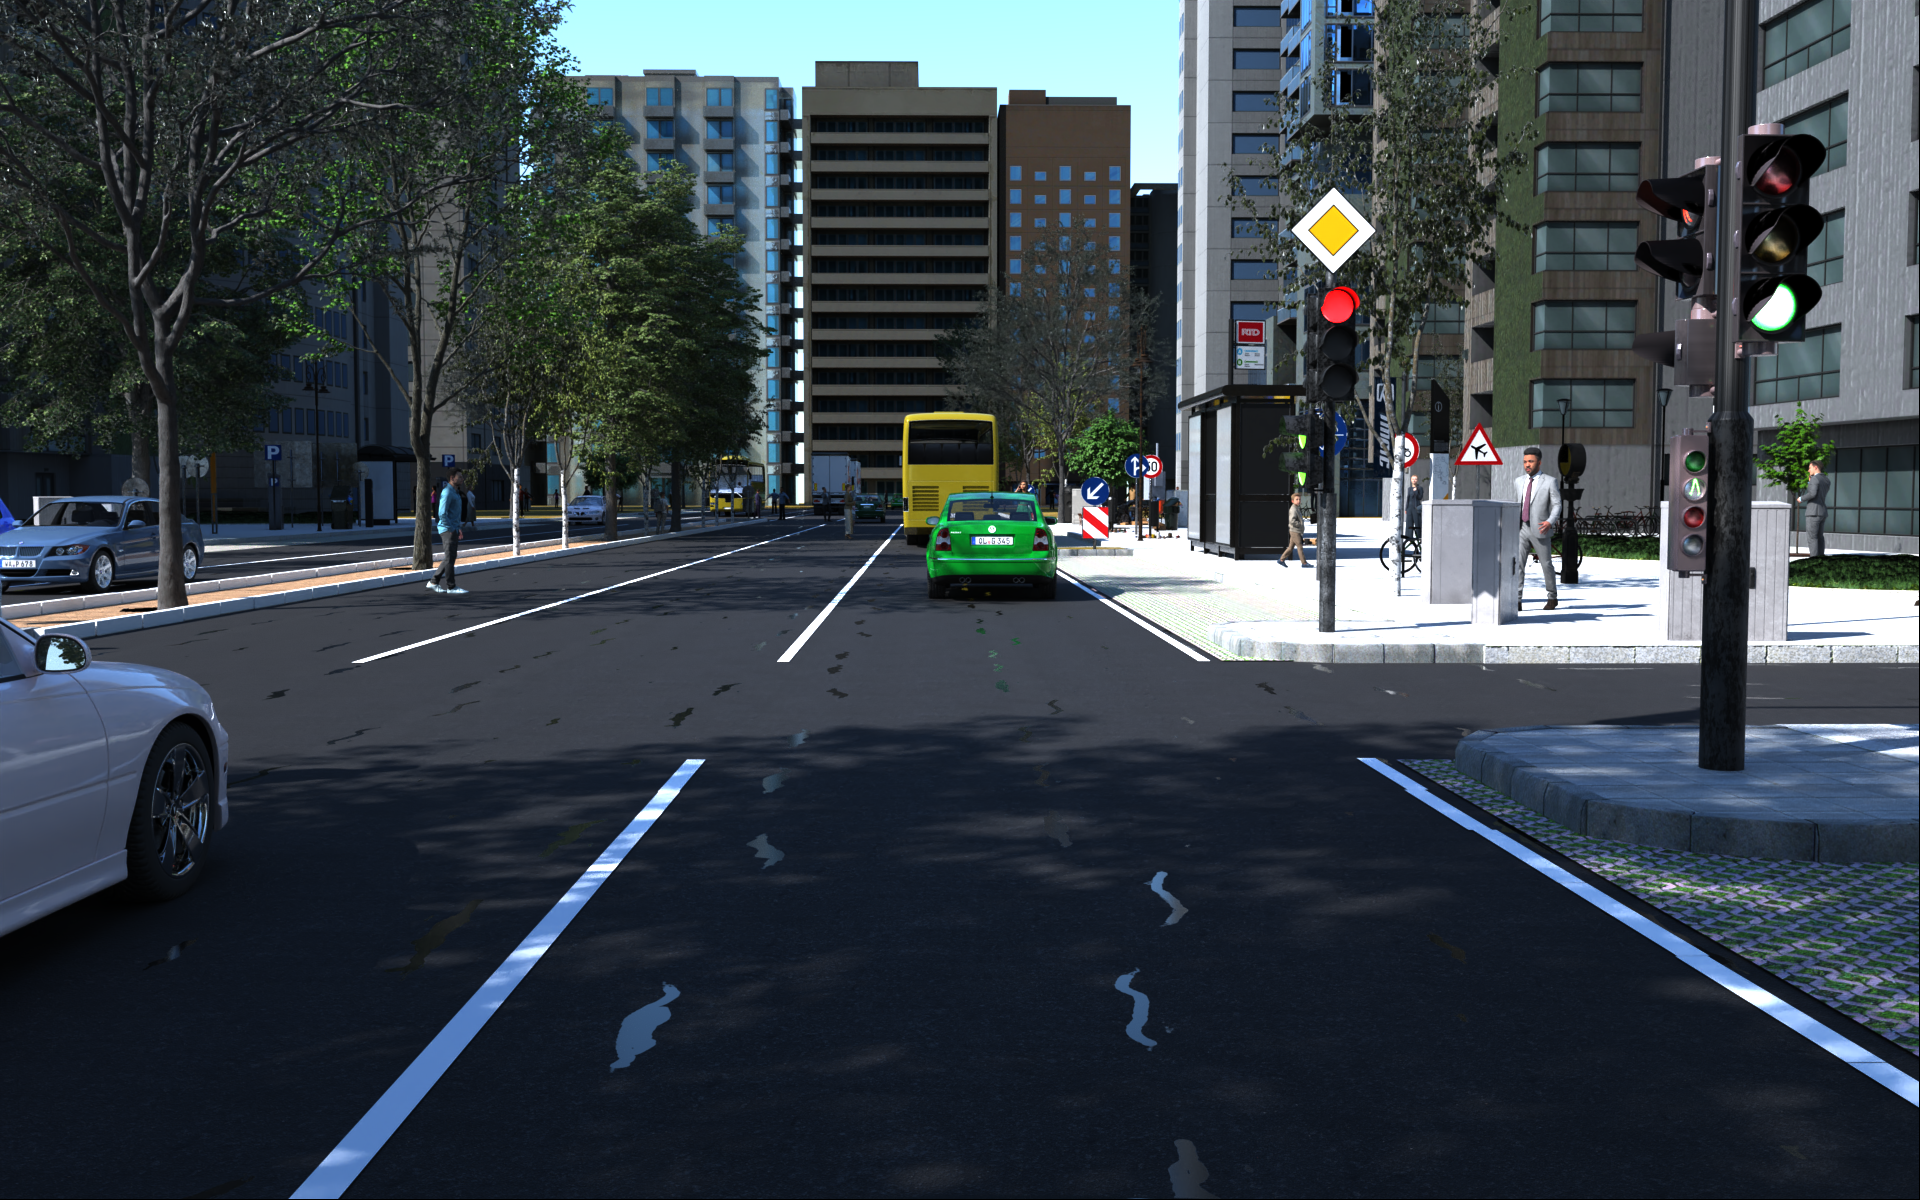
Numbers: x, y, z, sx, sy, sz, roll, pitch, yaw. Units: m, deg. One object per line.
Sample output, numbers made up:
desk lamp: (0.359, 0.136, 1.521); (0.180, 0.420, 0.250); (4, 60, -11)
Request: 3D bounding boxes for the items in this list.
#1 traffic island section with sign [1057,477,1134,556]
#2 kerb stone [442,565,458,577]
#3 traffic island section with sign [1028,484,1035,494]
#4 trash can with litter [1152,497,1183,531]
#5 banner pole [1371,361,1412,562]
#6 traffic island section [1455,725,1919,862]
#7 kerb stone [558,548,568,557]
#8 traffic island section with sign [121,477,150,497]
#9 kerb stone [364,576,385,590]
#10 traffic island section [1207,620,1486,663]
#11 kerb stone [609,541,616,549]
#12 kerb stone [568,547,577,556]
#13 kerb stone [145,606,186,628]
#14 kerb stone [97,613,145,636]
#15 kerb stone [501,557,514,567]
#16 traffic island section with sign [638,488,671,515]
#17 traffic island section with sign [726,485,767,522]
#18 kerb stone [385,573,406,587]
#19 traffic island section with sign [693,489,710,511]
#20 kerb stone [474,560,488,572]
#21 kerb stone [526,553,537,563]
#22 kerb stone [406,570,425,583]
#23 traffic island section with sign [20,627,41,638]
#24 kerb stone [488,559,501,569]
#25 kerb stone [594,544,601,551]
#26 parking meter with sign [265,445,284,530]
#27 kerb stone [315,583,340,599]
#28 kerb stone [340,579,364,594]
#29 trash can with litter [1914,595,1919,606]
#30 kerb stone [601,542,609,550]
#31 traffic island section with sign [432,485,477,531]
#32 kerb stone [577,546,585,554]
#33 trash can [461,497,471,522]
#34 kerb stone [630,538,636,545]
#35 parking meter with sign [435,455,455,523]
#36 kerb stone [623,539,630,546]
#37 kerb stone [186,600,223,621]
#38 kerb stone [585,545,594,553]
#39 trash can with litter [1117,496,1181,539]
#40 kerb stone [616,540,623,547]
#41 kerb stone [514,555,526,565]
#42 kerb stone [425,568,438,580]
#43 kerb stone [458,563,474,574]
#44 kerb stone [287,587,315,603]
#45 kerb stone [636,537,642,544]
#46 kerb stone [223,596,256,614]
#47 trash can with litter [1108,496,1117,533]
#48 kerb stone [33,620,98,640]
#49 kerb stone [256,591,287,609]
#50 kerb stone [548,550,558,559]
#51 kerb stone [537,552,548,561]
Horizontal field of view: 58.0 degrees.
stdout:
traffic island section with sign: (2.997, -1.962, 40.715); (1.989, 1.847, 2.006); (0, 4, -1)
kerb stone: (-9.005, -0.493, 30.259); (0.120, 0.150, 1.000); (0, 4, -1)
traffic island section with sign: (2.496, -3.657, 68.414); (1.989, 1.847, 2.006); (0, 4, -1)
trash can with litter: (7.302, -3.030, 60.927); (1.055, 1.170, 0.624); (-3, 5, -39)
banner pole: (8.134, -2.606, 32.619); (0.863, 3.779, 0.401); (-1, 4, -18)
traffic island section: (3.581, 0.865, 8.136); (2.009, 0.180, 2.903); (0, 4, -1)
kerb stone: (-9.165, -1.057, 39.483); (0.120, 0.150, 1.000); (0, 4, -1)
traffic island section with sign: (-19.421, -1.938, 40.320); (1.989, 1.847, 2.006); (0, 4, -1)
kerb stone: (-8.937, -0.243, 26.165); (0.120, 0.150, 1.000); (0, 4, -1)
traffic island section: (3.436, 0.377, 16.120); (2.009, 0.180, 2.903); (0, 4, -1)
kerb stone: (-9.275, -1.430, 45.622); (0.120, 0.150, 1.000); (0, 4, -1)
kerb stone: (-9.188, -1.120, 40.505); (0.120, 0.150, 1.000); (0, 4, -1)
kerb stone: (-8.792, 0.199, 18.997); (0.120, 0.150, 1.000); (0, 4, -1)
kerb stone: (-8.777, 0.259, 17.975); (0.120, 0.150, 1.000); (0, 4, -1)
kerb stone: (-9.076, -0.740, 34.355); (0.120, 0.150, 1.000); (0, 4, -1)
traffic island section with sign: (-20.838, -6.711, 118.348); (1.989, 1.847, 2.006); (0, 4, -1)
traffic island section with sign: (-11.140, -5.048, 90.669); (2.006, 1.907, 1.989); (0, 4, -1)
kerb stone: (-8.948, -0.305, 27.187); (0.120, 0.150, 1.000); (0, 4, -1)
traffic island section with sign: (-21.337, -8.381, 145.661); (1.989, 1.847, 2.006); (0, 4, -1)
kerb stone: (-9.044, -0.611, 32.307); (0.120, 0.150, 1.000); (0, 4, -1)
kerb stone: (-9.119, -0.861, 36.407); (0.120, 0.150, 1.000); (0, 4, -1)
kerb stone: (-8.969, -0.368, 28.214); (0.120, 0.150, 1.000); (0, 4, -1)
traffic island section with sign: (-9.772, -0.453, 15.542); (2.006, 1.907, 1.989); (0, 4, -1)
kerb stone: (-9.062, -0.681, 33.329); (0.120, 0.150, 1.000); (0, 4, -1)
kerb stone: (-9.242, -1.308, 43.577); (0.120, 0.150, 1.000); (0, 4, -1)
parking meter with sign: (-24.555, -4.029, 62.141); (0.543, 3.016, 1.738); (-1, 4, -18)
kerb stone: (-8.894, -0.118, 24.118); (0.120, 0.150, 1.000); (0, 4, -1)
kerb stone: (-8.911, -0.180, 25.140); (0.120, 0.150, 1.000); (0, 4, -1)
trash can with litter: (10.556, -0.424, 18.314); (0.624, 1.170, 1.055); (-1, 4, -11)
kerb stone: (-9.259, -1.365, 44.599); (0.120, 0.150, 1.000); (0, 4, -1)
traffic island section with sign: (-19.906, -3.587, 67.271); (1.989, 1.847, 2.006); (0, 4, -1)
kerb stone: (-9.208, -1.177, 41.528); (0.120, 0.150, 1.000); (0, 4, -1)
trash can: (-22.692, -4.151, 79.526); (0.748, 1.137, 0.748); (0, 3, 0)
kerb stone: (-9.333, -1.622, 48.714); (0.120, 0.150, 1.000); (0, 4, -1)
parking meter with sign: (-22.987, -4.943, 77.080); (0.543, 3.016, 1.738); (-2, 4, -33)
kerb stone: (-9.316, -1.559, 47.689); (0.120, 0.150, 1.000); (0, 4, -1)
kerb stone: (-8.818, 0.133, 20.026); (0.120, 0.150, 1.000); (0, 4, -1)
kerb stone: (-9.218, -1.245, 42.549); (0.120, 0.150, 1.000); (0, 4, -1)
trash can with litter: (5.924, -2.416, 50.552); (1.678, 1.210, 2.233); (2, 4, 32)
kerb stone: (-9.298, -1.496, 46.654); (0.120, 0.150, 1.000); (0, 4, -1)
kerb stone: (-9.097, -0.806, 35.377); (0.120, 0.150, 1.000); (0, 4, -1)
kerb stone: (-8.986, -0.431, 29.237); (0.120, 0.150, 1.000); (0, 4, -1)
kerb stone: (-9.024, -0.553, 31.282); (0.120, 0.150, 1.000); (0, 4, -1)
kerb stone: (-8.876, -0.053, 23.095); (0.120, 0.150, 1.000); (0, 4, -1)
kerb stone: (-9.348, -1.685, 49.740); (0.120, 0.150, 1.000); (0, 4, -1)
kerb stone: (-8.842, 0.070, 21.048); (0.120, 0.150, 1.000); (0, 4, -1)
trash can with litter: (5.048, -2.880, 58.142); (1.678, 1.210, 2.233); (0, 4, -5)
kerb stone: (-8.764, 0.323, 16.949); (0.120, 0.150, 1.000); (0, 4, -1)
kerb stone: (-8.854, 0.010, 22.073); (0.120, 0.150, 1.000); (0, 4, -1)
kerb stone: (-9.147, -0.995, 38.461); (0.120, 0.150, 1.000); (0, 4, -1)
kerb stone: (-9.127, -0.925, 37.430); (0.120, 0.150, 1.000); (0, 4, -1)
